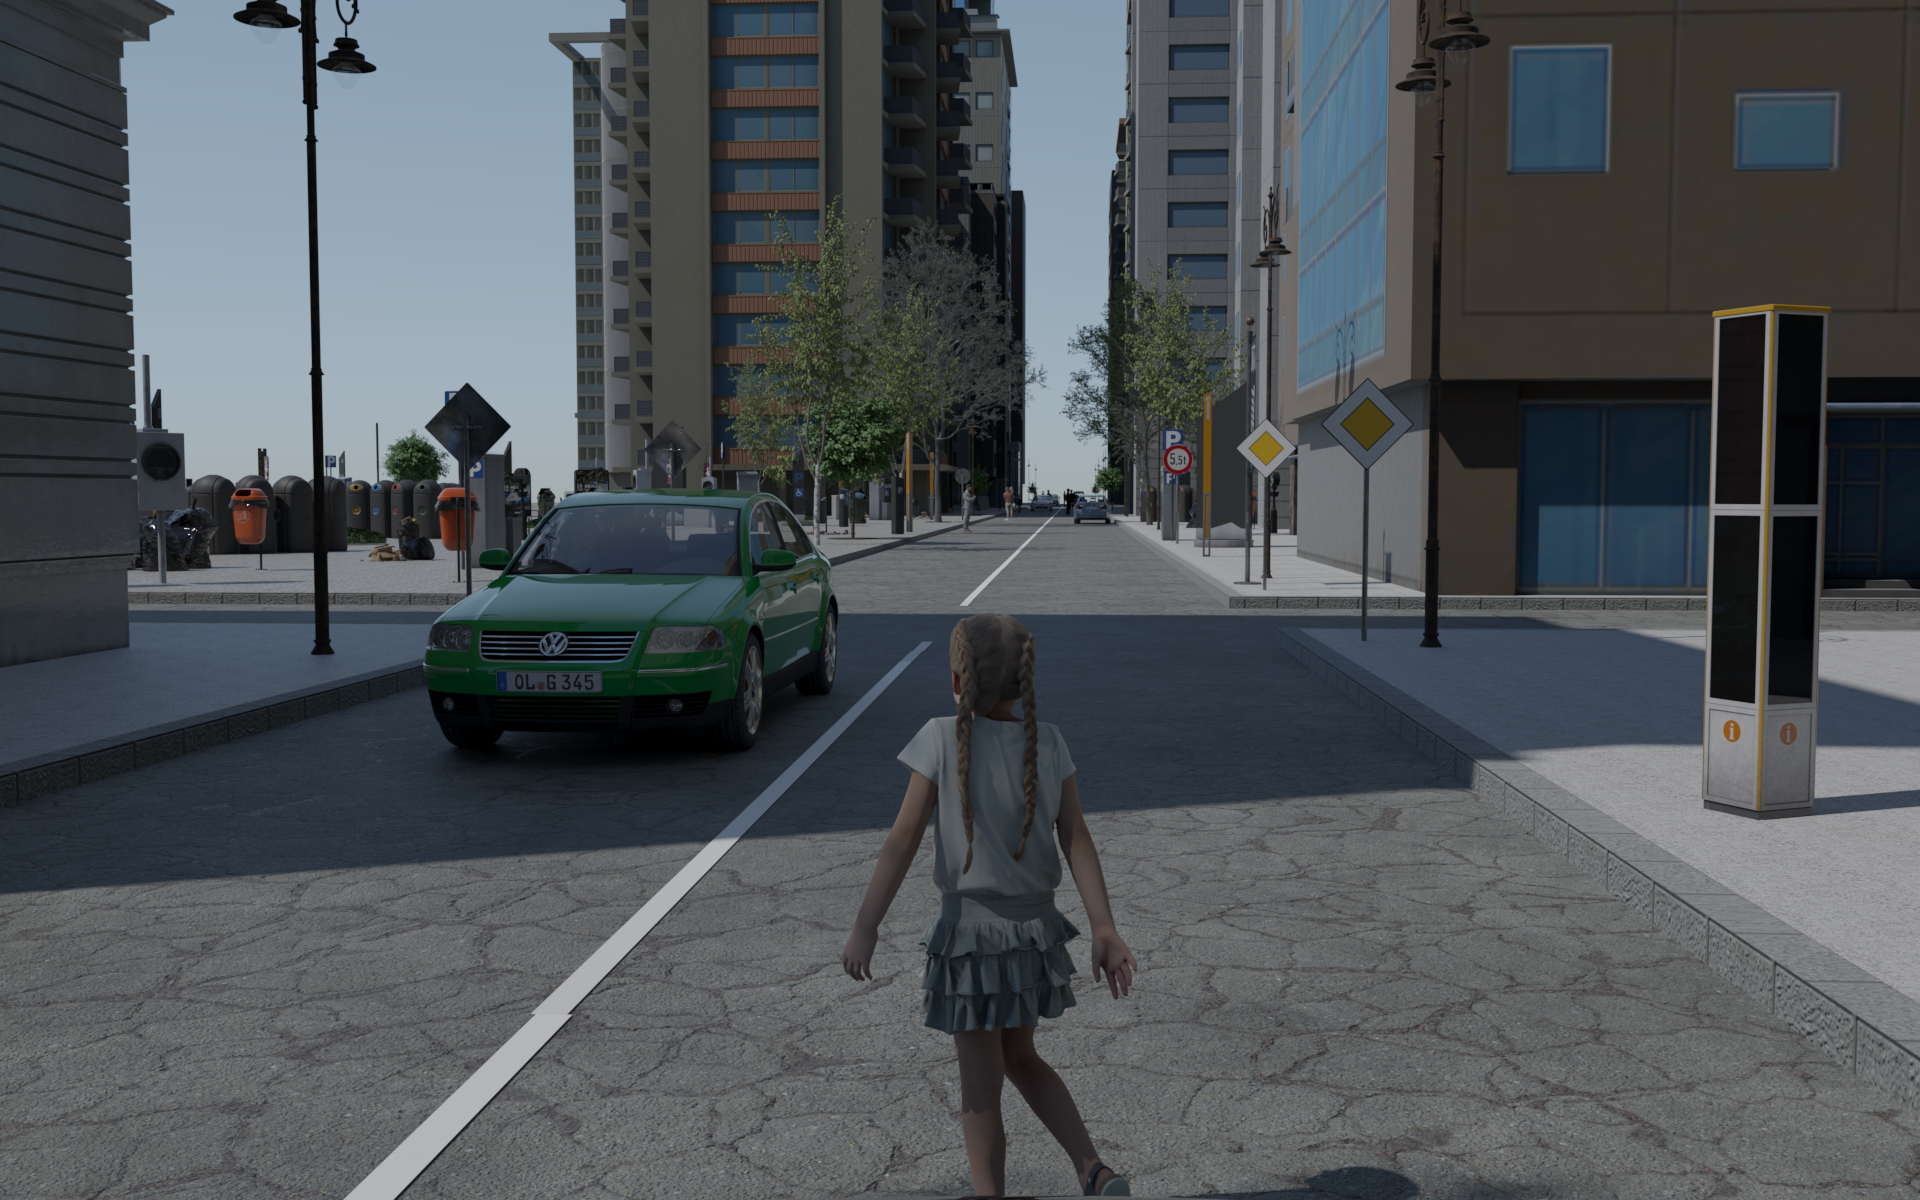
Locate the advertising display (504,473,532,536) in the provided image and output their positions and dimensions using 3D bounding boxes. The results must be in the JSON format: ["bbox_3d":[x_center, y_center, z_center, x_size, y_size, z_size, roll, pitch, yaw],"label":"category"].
[{"bbox_3d":[-13.623,-2.936,53.217,0.123,1.923,0.974,3,5,45],"label":"advertising display"}]

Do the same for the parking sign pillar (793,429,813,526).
[{"bbox_3d":[-6.476,-4.967,69.683,1.447,3.967,1.447,0,4,-5],"label":"parking sign pillar"}]

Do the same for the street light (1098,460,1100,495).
[{"bbox_3d":[15.381,-13.034,185.888,0.468,5.910,1.993,0,4,4],"label":"street light"}]

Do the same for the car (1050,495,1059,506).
[{"bbox_3d":[11.393,-12.425,215.513,2.083,1.381,4.827,0,4,5],"label":"car"}]

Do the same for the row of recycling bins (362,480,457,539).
[{"bbox_3d":[-16.399,-2.638,50.246,3.534,1.692,1.069,2,4,28],"label":"row of recycling bins"}]

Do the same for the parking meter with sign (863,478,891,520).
[{"bbox_3d":[-4.079,-5.415,84.790,1.738,3.016,0.543,3,5,39],"label":"parking meter with sign"}]

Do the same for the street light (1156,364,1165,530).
[{"bbox_3d":[7.116,-5.448,61.860,0.468,5.910,1.993,0,4,4],"label":"street light"}]

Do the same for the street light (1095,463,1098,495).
[{"bbox_3d":[17.720,-15.208,221.434,0.468,5.910,1.993,0,4,4],"label":"street light"}]

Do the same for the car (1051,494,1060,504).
[{"bbox_3d":[13.776,-14.906,255.505,2.131,1.459,4.920,0,4,2],"label":"car"}]

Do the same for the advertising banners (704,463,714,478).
[{"bbox_3d":[-14.859,-6.191,97.413,2.074,3.025,0.090,0,4,7],"label":"advertising banners"}]

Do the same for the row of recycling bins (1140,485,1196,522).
[{"bbox_3d":[9.778,-4.383,78.779,3.534,1.692,1.069,3,4,36],"label":"row of recycling bins"}]

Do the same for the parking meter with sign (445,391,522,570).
[{"bbox_3d":[-8.227,-2.070,30.098,0.543,3.016,1.738,1,4,14],"label":"parking meter with sign"}]

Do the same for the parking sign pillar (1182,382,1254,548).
[{"bbox_3d":[6.391,-3.264,41.842,1.447,3.967,1.447,2,4,31],"label":"parking sign pillar"}]

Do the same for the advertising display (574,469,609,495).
[{"bbox_3d":[-9.663,-2.462,45.473,0.974,1.923,0.123,-3,5,-41],"label":"advertising display"}]

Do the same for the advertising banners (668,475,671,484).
[{"bbox_3d":[-8.111,-3.126,47.297,0.090,3.025,2.074,-2,4,-24],"label":"advertising banners"}]

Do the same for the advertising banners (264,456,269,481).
[{"bbox_3d":[-32.490,-5.152,80.421,0.090,3.025,2.074,-3,5,-44],"label":"advertising banners"}]

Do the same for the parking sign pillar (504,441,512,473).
[{"bbox_3d":[-22.981,-6.052,87.414,1.447,3.967,1.447,0,4,1],"label":"parking sign pillar"}]

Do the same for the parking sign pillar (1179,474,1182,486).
[{"bbox_3d":[12.302,-6.656,97.292,1.447,3.967,1.447,-2,4,-30],"label":"parking sign pillar"}]

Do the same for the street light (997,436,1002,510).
[{"bbox_3d":[3.138,-9.995,136.208,0.468,5.910,1.993,0,4,4],"label":"street light"}]

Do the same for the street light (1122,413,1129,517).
[{"bbox_3d":[9.783,-7.924,102.342,0.468,5.910,1.993,0,4,4],"label":"street light"}]

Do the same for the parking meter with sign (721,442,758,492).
[{"bbox_3d":[-7.206,-3.828,58.853,1.738,3.016,0.543,-1,4,-13],"label":"parking meter with sign"}]

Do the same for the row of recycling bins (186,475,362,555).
[{"bbox_3d":[-15.000,-1.880,37.844,1.069,1.692,3.534,3,4,36],"label":"row of recycling bins"}]

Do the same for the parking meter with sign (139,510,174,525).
[{"bbox_3d":[-18.671,-2.632,39.293,1.738,3.016,0.543,-3,5,-40],"label":"parking meter with sign"}]

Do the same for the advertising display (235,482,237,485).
[{"bbox_3d":[-38.446,-5.380,93.175,0.974,1.923,0.123,-3,5,-39],"label":"advertising display"}]

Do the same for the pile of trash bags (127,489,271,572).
[{"bbox_3d":[-13.244,-1.201,29.386,3.447,1.369,1.912,1,4,14],"label":"pile of trash bags"}]

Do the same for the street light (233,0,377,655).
[{"bbox_3d":[-5.114,-2.503,13.719,0.468,5.910,1.993,0,4,4],"label":"street light"}]

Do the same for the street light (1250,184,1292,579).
[{"bbox_3d":[4.672,-3.267,26.201,0.468,5.910,1.993,0,4,4],"label":"street light"}]

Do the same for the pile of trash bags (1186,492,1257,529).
[{"bbox_3d":[9.913,-3.339,64.338,1.912,1.369,3.447,-2,4,-26],"label":"pile of trash bags"}]

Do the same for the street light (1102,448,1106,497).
[{"bbox_3d":[14.583,-12.294,173.799,0.468,5.910,1.993,0,4,4],"label":"street light"}]

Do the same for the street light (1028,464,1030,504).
[{"bbox_3d":[8.732,-15.088,219.476,0.468,5.910,1.993,0,4,4],"label":"street light"}]

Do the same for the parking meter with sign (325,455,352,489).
[{"bbox_3d":[-27.616,-4.973,77.574,1.738,3.016,0.543,2,4,32],"label":"parking meter with sign"}]

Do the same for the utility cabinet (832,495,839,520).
[{"bbox_3d":[-6.052,-4.640,87.025,0.306,1.237,1.020,2,4,28],"label":"utility cabinet"}]

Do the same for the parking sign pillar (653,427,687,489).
[{"bbox_3d":[-11.731,-4.984,69.954,1.447,3.967,1.447,1,4,14],"label":"parking sign pillar"}]

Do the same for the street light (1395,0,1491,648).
[{"bbox_3d":[3.956,-2.544,14.375,0.468,5.910,1.993,0,4,4],"label":"street light"}]

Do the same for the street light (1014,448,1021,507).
[{"bbox_3d":[5.521,-12.169,171.751,0.468,5.910,1.993,0,4,4],"label":"street light"}]

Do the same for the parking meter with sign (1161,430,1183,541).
[{"bbox_3d":[5.813,-3.155,47.850,0.543,3.016,1.738,0,4,3],"label":"parking meter with sign"}]

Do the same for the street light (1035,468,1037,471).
[{"bbox_3d":[11.162,-17.262,255.016,0.468,5.910,1.993,0,4,4],"label":"street light"}]

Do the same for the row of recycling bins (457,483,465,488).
[{"bbox_3d":[-18.410,-3.451,63.536,1.069,1.692,3.534,0,4,7],"label":"row of recycling bins"}]

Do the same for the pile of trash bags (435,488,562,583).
[{"bbox_3d":[-6.001,-0.979,25.755,3.447,1.369,1.912,-1,4,-17],"label":"pile of trash bags"}]

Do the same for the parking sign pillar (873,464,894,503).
[{"bbox_3d":[-3.846,-6.027,87.014,1.447,3.967,1.447,3,4,36],"label":"parking sign pillar"}]

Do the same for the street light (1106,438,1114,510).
[{"bbox_3d":[12.126,-10.098,137.888,0.468,5.910,1.993,0,4,4],"label":"street light"}]

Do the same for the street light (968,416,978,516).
[{"bbox_3d":[0.752,-7.802,100.349,0.468,5.910,1.993,0,4,4],"label":"street light"}]
